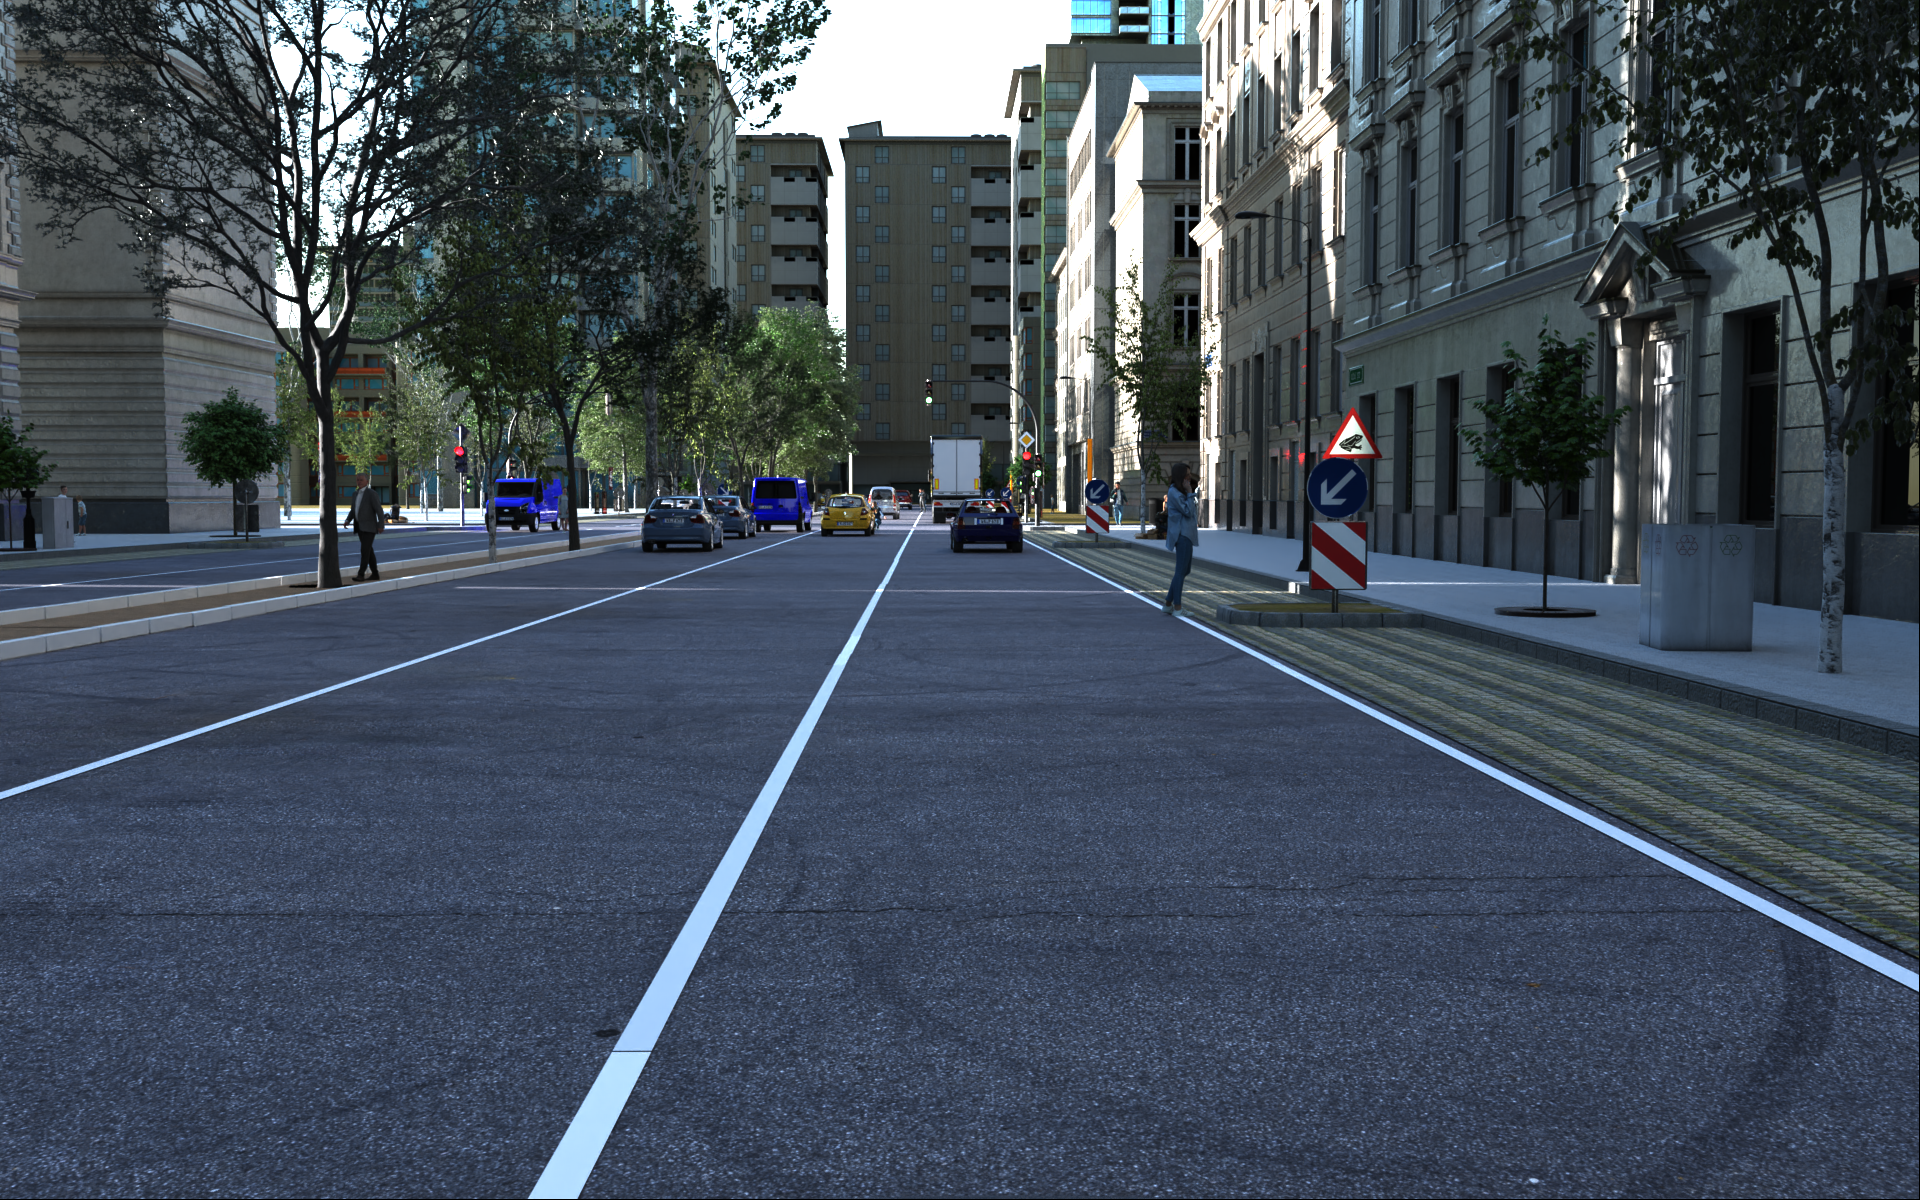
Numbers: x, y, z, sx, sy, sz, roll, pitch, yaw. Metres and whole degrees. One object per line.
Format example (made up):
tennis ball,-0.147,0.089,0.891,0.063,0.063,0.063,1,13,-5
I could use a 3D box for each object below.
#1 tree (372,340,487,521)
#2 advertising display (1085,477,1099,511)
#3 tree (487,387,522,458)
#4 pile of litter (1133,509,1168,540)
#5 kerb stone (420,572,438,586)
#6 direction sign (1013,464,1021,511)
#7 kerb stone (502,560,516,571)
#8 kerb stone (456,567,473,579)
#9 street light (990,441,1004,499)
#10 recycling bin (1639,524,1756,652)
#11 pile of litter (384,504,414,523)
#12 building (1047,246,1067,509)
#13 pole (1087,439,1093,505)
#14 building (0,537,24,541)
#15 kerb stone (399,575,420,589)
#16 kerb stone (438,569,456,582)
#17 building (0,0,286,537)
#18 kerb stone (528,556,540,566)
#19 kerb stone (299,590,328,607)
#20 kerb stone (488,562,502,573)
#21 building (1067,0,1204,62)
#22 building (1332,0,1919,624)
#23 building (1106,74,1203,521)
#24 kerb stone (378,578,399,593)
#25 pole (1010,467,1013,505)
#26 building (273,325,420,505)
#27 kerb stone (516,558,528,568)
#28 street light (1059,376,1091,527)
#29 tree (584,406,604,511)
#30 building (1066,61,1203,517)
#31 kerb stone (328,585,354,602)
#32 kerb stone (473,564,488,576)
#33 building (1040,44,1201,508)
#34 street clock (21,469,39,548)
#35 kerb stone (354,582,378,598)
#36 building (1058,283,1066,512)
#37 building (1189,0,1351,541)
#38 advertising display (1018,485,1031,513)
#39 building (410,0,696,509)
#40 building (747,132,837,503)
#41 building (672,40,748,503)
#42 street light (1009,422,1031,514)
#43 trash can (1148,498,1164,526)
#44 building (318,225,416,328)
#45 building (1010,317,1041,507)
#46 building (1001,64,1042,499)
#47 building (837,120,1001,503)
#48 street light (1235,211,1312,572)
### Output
tree,-25.460,-8.055,82.055,4.360,8.622,3.978,0,3,0
advertising display,5.118,-3.785,67.104,0.123,1.923,0.974,-1,4,-23
tree,-28.085,-9.236,101.378,4.360,8.622,3.978,0,3,0
pile of litter,5.527,-2.160,49.281,1.176,0.858,1.719,1,4,11
kerb stone,-8.513,-0.322,27.452,0.120,0.150,1.000,0,4,-1
direction sign,4.364,-8.360,128.679,0.876,3.537,0.379,1,4,19
kerb stone,-8.581,-0.634,32.575,0.120,0.150,1.000,0,4,-1
kerb stone,-8.534,-0.447,29.496,0.120,0.150,1.000,0,4,-1
street light,3.288,-10.964,151.804,1.470,5.913,1.316,0,4,-1
recycling bin,6.141,-0.116,14.455,0.722,1.027,0.722,0,4,6
pile of litter,-24.844,-3.813,76.311,1.719,0.858,1.176,0,4,-6
building,13.322,-19.168,142.267,11.050,23.489,19.941,0,4,-1
pole,4.808,-4.295,64.059,0.158,3.312,0.155,0,3,0
building,-30.540,-12.798,38.126,11.050,23.489,19.941,0,4,-1
kerb stone,-8.488,-0.259,26.424,0.120,0.150,1.000,0,4,-1
kerb stone,-8.524,-0.384,28.474,0.120,0.150,1.000,0,4,-1
building,-34.837,-14.125,59.824,19.941,23.489,11.050,0,4,-1
kerb stone,-8.621,-0.760,34.633,0.120,0.150,1.000,0,4,-1
kerb stone,-8.419,-0.007,22.327,0.120,0.150,1.000,0,4,-1
kerb stone,-8.573,-0.572,31.547,0.120,0.150,1.000,0,4,-1
building,27.015,-57.233,248.424,31.000,86.520,22.319,0,4,-1
building,17.289,-14.828,18.853,17.030,29.872,44.131,0,4,-1
building,25.357,-16.388,87.022,34.723,24.649,14.460,0,4,-1
kerb stone,-8.477,-0.196,25.393,0.120,0.150,1.000,0,4,-1
pole,3.931,-8.444,131.897,0.158,3.312,0.155,0,3,0
building,-69.674,-22.328,210.104,28.899,21.520,27.650,0,4,-1
kerb stone,-8.603,-0.698,33.602,0.120,0.150,1.000,0,4,-1
street light,4.582,-5.857,68.308,1.470,5.913,1.316,0,4,-1
tree,-28.141,-11.160,132.824,4.360,8.622,3.978,0,3,0
building,13.217,-17.559,105.111,12.078,24.808,19.932,0,4,-1
kerb stone,-8.434,-0.071,23.348,0.120,0.150,1.000,0,4,-1
kerb stone,-8.557,-0.505,30.518,0.120,0.150,1.000,0,4,-1
building,14.454,-29.220,161.334,14.154,41.232,14.086,0,4,-1
street clock,-21.753,-2.194,40.443,0.471,2.002,0.358,1,4,15
kerb stone,-8.452,-0.133,24.370,0.120,0.150,1.000,0,4,-1
building,12.810,-16.467,123.987,10.420,20.320,16.860,0,4,-1
building,14.938,-15.669,53.450,12.463,27.353,25.104,0,4,-1
advertising display,4.412,-6.920,118.355,0.974,1.923,0.123,-2,4,-32
building,-38.609,-33.432,166.222,23.786,49.044,30.456,0,4,-1
building,-30.572,-40.507,251.526,27.495,52.752,28.713,0,4,-1
building,-41.486,-37.960,209.885,27.495,52.752,28.713,0,4,-1
street light,3.873,-8.529,111.985,1.470,5.913,1.316,0,4,-1
trash can,7.925,-3.559,69.835,0.748,1.137,0.748,0,3,0
building,-78.241,-34.332,253.203,23.993,40.220,32.217,0,4,-1
building,19.754,-20.713,183.692,27.650,21.520,28.899,0,4,-1
building,20.214,-38.048,211.316,28.713,52.752,27.495,0,4,-1
building,-3.092,-40.574,252.619,27.495,52.752,28.713,0,4,-1
street light,5.210,-3.429,28.601,1.470,5.913,1.316,0,4,-1
